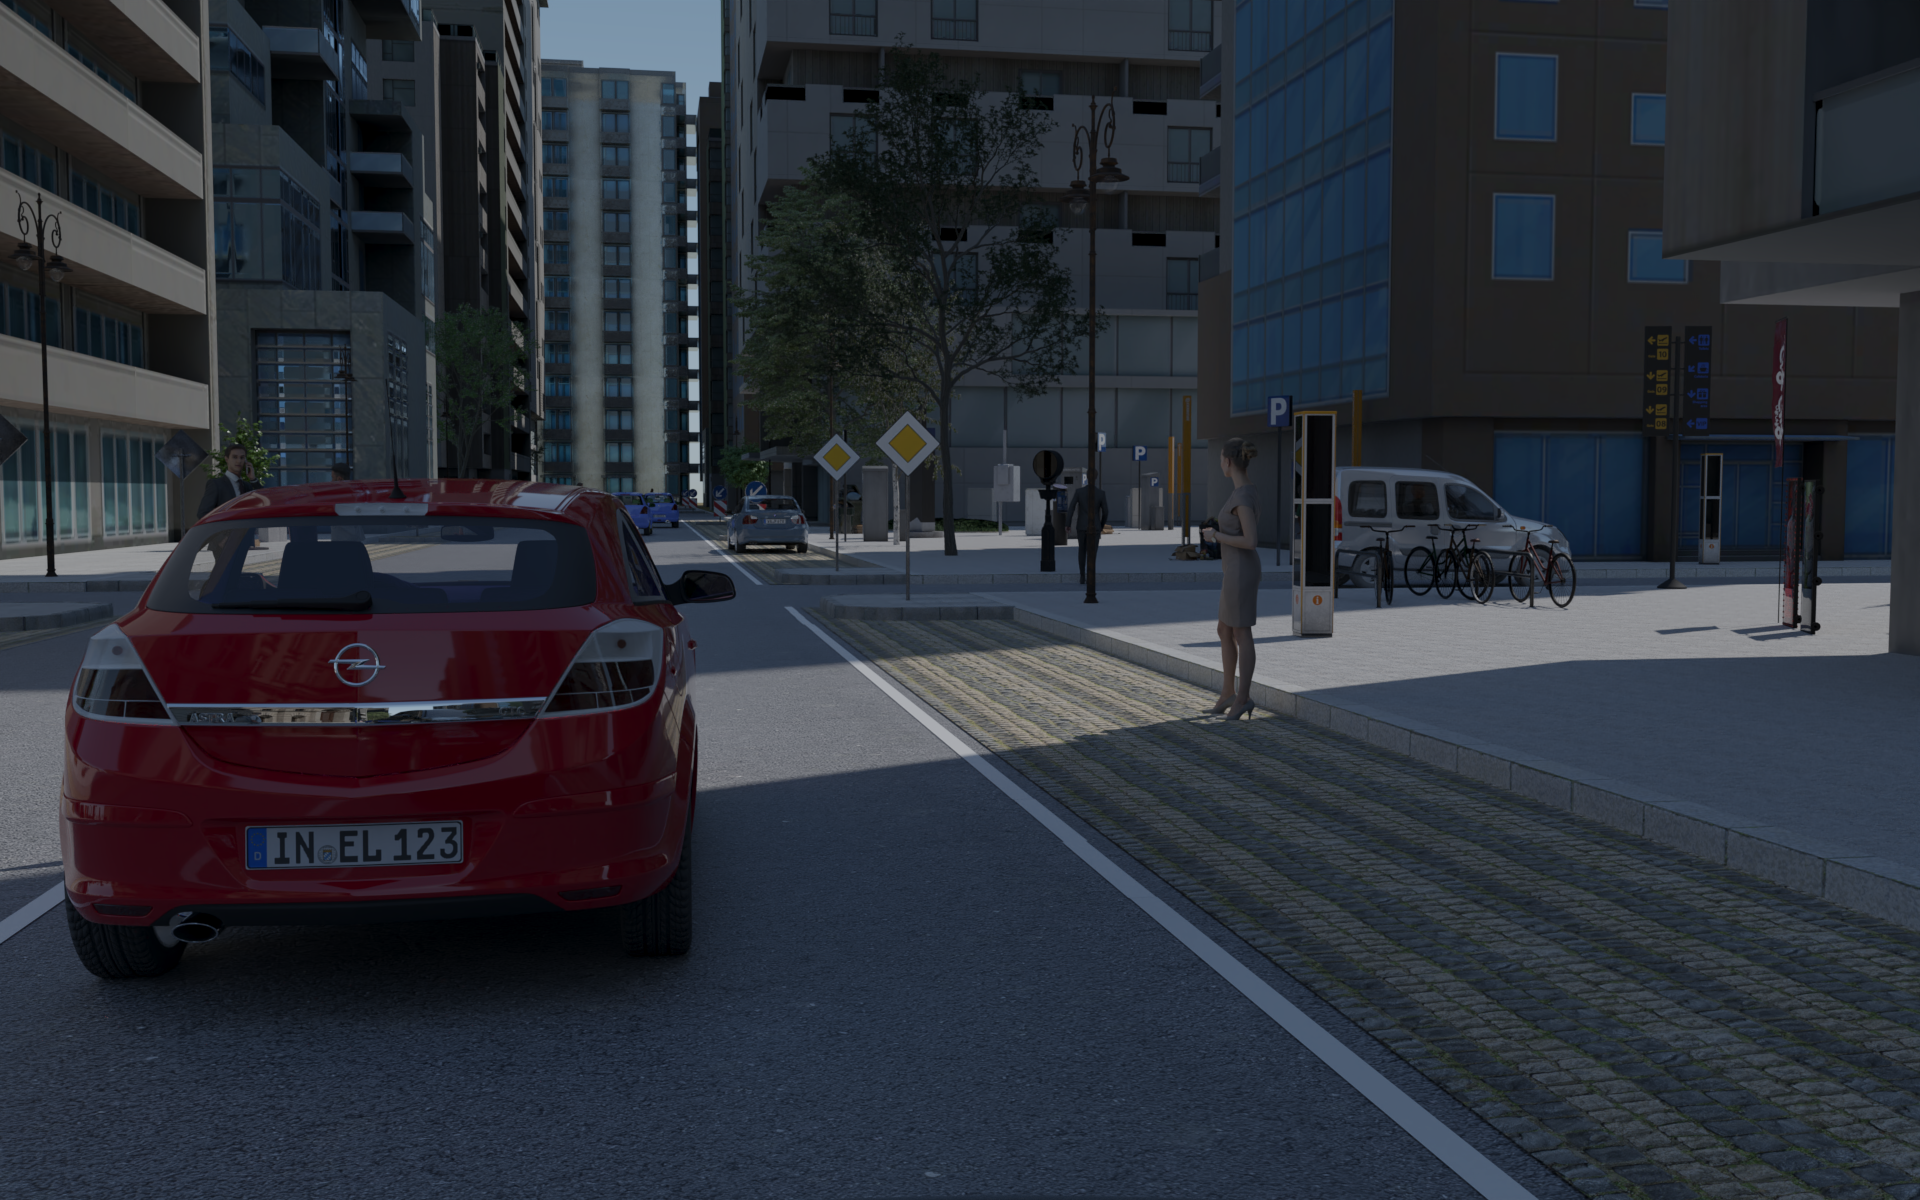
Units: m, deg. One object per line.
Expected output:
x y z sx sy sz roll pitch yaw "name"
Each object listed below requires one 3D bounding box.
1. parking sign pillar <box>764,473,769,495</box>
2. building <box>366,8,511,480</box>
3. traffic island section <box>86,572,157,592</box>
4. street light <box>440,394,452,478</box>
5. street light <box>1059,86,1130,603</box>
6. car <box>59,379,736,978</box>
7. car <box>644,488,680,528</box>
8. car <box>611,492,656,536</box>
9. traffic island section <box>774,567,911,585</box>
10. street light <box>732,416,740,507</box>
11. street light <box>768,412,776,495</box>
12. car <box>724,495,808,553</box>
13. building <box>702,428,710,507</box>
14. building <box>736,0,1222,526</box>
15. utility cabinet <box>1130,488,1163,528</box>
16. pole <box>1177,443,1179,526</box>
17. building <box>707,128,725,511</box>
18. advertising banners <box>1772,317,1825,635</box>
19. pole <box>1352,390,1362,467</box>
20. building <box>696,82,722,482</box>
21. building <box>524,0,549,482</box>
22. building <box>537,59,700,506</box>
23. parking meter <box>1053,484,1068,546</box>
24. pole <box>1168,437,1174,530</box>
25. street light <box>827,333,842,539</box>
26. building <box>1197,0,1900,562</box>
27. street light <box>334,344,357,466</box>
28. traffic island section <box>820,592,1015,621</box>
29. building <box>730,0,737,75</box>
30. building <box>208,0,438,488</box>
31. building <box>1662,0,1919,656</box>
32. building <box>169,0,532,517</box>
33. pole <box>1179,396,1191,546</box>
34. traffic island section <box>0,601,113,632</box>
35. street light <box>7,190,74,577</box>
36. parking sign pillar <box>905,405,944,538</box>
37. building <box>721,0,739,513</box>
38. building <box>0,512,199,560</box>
-11.486 -6.954 102.166 1.447 3.967 1.447 -1 4 -14 "parking sign pillar"
-35.627 -20.480 106.548 14.160 30.474 14.107 -1 4 -10 "building"
-12.102 -0.287 26.975 2.009 0.180 2.903 -1 4 -10 "traffic island section"
-23.710 -6.563 80.093 0.468 5.910 1.993 -1 4 -10 "street light"
1.542 -2.901 20.212 0.468 5.910 1.993 -1 4 -10 "street light"
-1.939 0.142 6.716 2.155 1.783 4.494 -1 4 -9 "car"
-12.925 -3.943 74.064 1.945 1.707 3.694 -1 4 -12 "car"
-11.689 -3.135 60.841 1.945 1.707 3.694 -1 4 -8 "car"
-2.020 -0.397 28.772 2.009 0.180 2.903 -1 4 -10 "traffic island section"
-13.226 -7.942 102.642 0.468 5.910 1.993 -1 4 -10 "street light"
-8.345 -6.311 75.975 0.468 5.910 1.993 -1 4 -10 "street light"
-4.817 -1.904 43.139 2.014 1.417 4.499 -1 4 -11 "car"
-12.811 -52.003 162.918 22.319 86.520 31.000 -1 4 -10 "building"
3.617 -30.095 81.295 28.713 52.752 27.495 -1 4 -10 "building"
6.962 -3.430 64.756 1.173 1.500 0.318 -1 4 -11 "utility cabinet"
8.767 -4.611 69.234 0.158 3.312 0.155 0 3 0 "pole"
-13.480 -22.583 140.929 14.160 30.474 14.107 -1 4 -10 "building"
8.019 -1.251 16.635 0.090 3.025 2.074 1 4 14 "advertising banners"
7.786 -2.458 34.027 0.158 3.312 0.155 0 3 0 "pole"
-21.798 -33.179 192.582 14.200 45.320 14.600 -1 4 -10 "building"
-51.996 -34.759 157.548 27.495 52.752 28.713 -1 4 -10 "building"
-44.796 -35.109 193.641 30.456 49.044 23.786 -1 4 -10 "building"
2.498 -2.125 43.162 0.372 1.533 0.369 0 3 0 "parking meter"
7.519 -4.150 61.694 0.158 3.312 0.155 0 3 0 "pole"
-3.628 -4.650 48.817 0.468 5.910 1.993 -1 4 -10 "street light"
14.319 -23.736 38.203 14.200 45.320 14.600 -1 4 -10 "building"
-18.899 -4.931 53.413 0.468 5.910 1.993 -1 4 -10 "street light"
-0.610 0.084 20.912 2.009 0.180 2.903 -1 4 -10 "traffic island section"
-7.494 -28.234 111.744 14.600 45.320 14.200 -1 4 -10 "building"
-32.087 -46.086 66.184 22.319 86.520 31.000 -1 4 -10 "building"
11.692 -19.808 7.456 14.154 41.232 14.086 -1 4 -10 "building"
-42.471 -30.554 123.258 21.300 48.544 21.600 -1 4 -10 "building"
4.705 -2.577 35.979 0.158 3.312 0.155 0 3 0 "pole"
-10.692 0.194 19.115 2.009 0.180 2.903 -1 4 -10 "traffic island section"
-14.117 -3.299 26.729 0.468 5.910 1.993 -1 4 -10 "street light"
-1.185 -3.825 51.008 1.447 3.967 1.447 -2 4 -25 "parking sign pillar"
-10.366 -27.098 126.641 14.154 41.232 14.086 -1 4 -10 "building"
-28.595 -25.045 33.186 21.300 48.544 21.600 -1 4 -10 "building"
